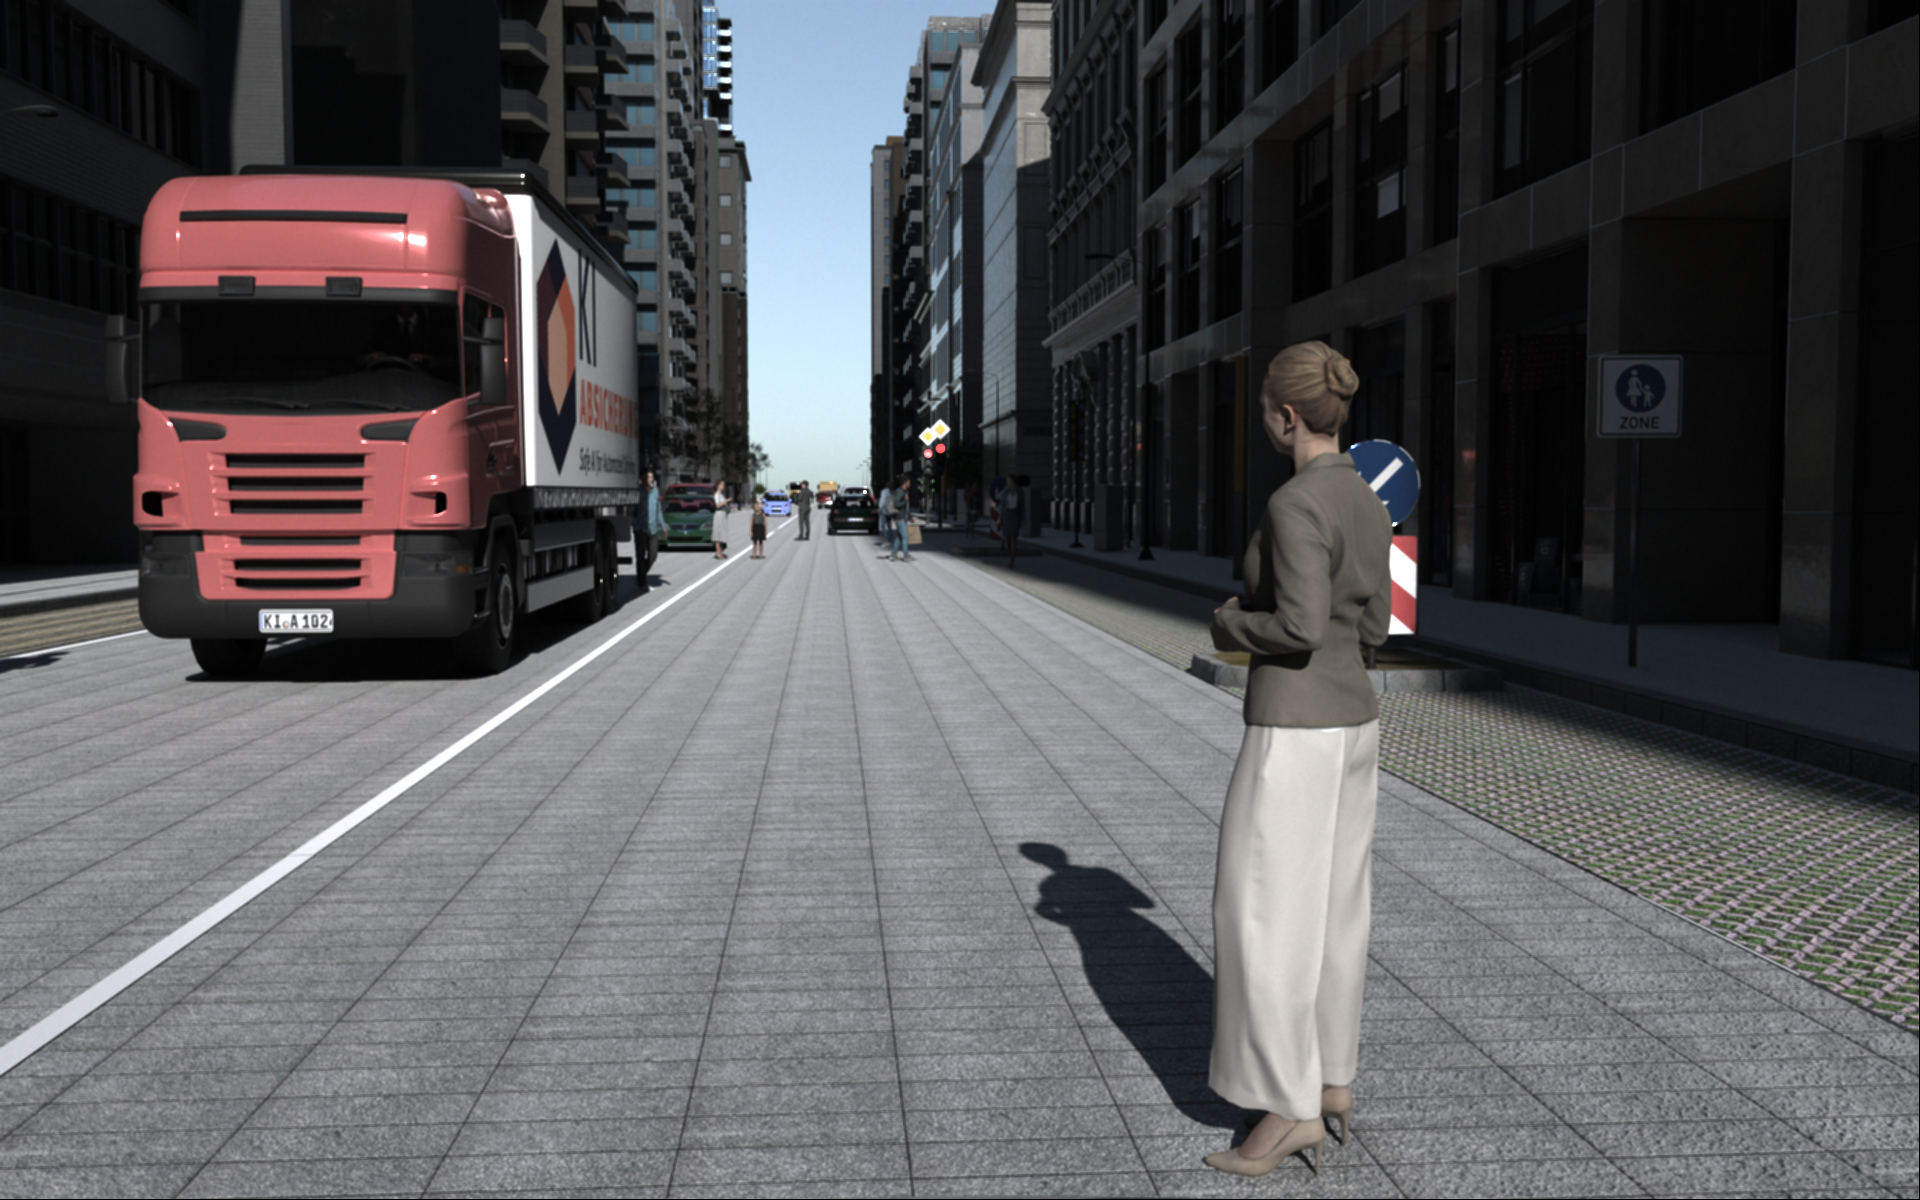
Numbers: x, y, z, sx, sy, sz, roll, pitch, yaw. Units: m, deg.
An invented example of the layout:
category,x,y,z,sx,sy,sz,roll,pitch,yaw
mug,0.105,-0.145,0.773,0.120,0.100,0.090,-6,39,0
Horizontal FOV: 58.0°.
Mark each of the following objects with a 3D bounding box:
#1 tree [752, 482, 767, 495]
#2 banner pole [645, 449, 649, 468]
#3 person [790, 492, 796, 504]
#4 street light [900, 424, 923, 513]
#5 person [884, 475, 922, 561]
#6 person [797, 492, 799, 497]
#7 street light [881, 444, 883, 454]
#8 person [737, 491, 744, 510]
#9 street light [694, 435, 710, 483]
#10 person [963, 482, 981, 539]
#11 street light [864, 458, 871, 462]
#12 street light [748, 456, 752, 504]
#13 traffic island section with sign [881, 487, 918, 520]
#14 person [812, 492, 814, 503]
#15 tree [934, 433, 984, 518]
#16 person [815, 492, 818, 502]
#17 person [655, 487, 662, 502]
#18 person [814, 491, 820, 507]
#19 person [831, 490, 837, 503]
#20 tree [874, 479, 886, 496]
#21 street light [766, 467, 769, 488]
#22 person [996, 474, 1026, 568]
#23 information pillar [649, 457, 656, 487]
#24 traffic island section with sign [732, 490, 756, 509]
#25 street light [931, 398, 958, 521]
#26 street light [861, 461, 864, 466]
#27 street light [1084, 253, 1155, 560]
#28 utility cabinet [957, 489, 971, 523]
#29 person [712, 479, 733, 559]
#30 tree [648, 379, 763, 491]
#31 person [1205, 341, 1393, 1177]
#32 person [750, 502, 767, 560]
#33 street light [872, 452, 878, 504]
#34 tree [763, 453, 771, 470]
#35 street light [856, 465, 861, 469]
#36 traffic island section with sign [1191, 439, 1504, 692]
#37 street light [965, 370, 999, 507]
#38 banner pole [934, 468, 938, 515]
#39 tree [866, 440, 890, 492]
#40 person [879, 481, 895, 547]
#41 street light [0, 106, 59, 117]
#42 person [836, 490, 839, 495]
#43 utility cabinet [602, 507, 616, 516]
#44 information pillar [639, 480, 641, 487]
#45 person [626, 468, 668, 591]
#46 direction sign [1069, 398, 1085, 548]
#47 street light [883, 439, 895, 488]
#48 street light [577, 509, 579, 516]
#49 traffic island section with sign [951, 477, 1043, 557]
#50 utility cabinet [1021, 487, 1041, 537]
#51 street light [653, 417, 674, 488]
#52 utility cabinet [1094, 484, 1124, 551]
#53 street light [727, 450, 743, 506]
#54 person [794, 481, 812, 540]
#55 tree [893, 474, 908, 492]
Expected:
category,x,y,z,sx,sy,sz,roll,pitch,yaw
tree,-29.823,-16.015,256.446,1.663,3.219,1.824,0,3,0
banner pole,-17.548,-6.563,97.323,0.401,3.779,0.863,0,4,1
person,-25.243,-15.426,261.427,1.217,1.735,0.721,2,4,34
street light,-3.128,-8.753,115.650,1.470,5.913,1.316,0,4,-4
person,-1.192,-1.730,36.775,0.713,1.824,0.794,2,4,27
person,-22.080,-13.859,236.016,0.541,1.710,0.530,-3,5,-44
street light,-6.652,-11.519,160.882,1.470,5.913,1.316,0,4,-4
person,-19.329,-8.750,152.284,0.721,1.735,1.217,-2,4,-34
street light,-20.211,-9.972,135.583,1.470,5.913,1.316,0,4,-4
person,0.390,-2.873,55.453,0.580,1.828,0.573,0,4,-1
street light,-11.320,-15.390,224.162,1.470,5.913,1.316,0,4,-4
street light,-26.051,-14.614,211.480,1.470,5.913,1.316,0,4,-4
traffic island section with sign,-3.368,-5.315,95.531,1.989,1.847,2.006,0,4,-4
person,-23.178,-16.154,272.761,0.705,1.807,1.348,1,4,9
tree,0.371,-6.651,92.462,4.285,4.588,4.351,0,3,0
person,-24.942,-17.943,302.388,0.721,1.766,1.217,2,4,29
person,-15.837,-5.026,90.852,0.590,1.801,0.661,0,4,2
person,-16.129,-11.606,198.393,1.348,1.807,0.705,-1,4,-17
person,-10.556,-8.366,145.629,0.623,1.781,0.721,-1,4,-11
tree,-9.906,-13.477,214.950,1.663,3.219,1.824,0,3,0
street light,-32.242,-19.637,293.601,1.470,5.913,1.316,0,4,-4
person,1.029,-1.542,33.734,0.581,1.822,0.654,1,4,21
information pillar,-19.373,-7.203,109.117,0.504,3.616,0.183,2,4,25
traffic island section with sign,-21.424,-9.911,170.673,1.989,1.847,2.006,0,4,-4
street light,-0.697,-6.810,83.883,1.470,5.913,1.316,0,4,-4
street light,-12.892,-16.590,243.779,1.470,5.913,1.316,0,4,-4
street light,3.090,-3.731,33.538,1.470,5.913,1.316,0,4,-4
utility cabinet,0.223,-4.046,74.830,0.318,1.500,1.173,-1,4,-21
person,-5.192,-1.774,38.068,0.524,1.755,0.480,1,4,9
tree,-21.850,-12.677,141.677,8.767,10.594,7.601,1,4,14
person,0.726,0.321,3.801,0.362,1.759,0.519,2,4,35
person,-4.407,-1.512,37.887,0.362,1.253,0.373,0,4,-2
street light,-8.923,-13.471,192.789,1.470,5.913,1.316,0,4,-4
tree,-28.160,-17.496,220.474,8.767,10.594,7.601,-1,4,-16
street light,-17.713,-20.460,307.061,1.470,5.913,1.316,0,4,-4
traffic island section with sign,2.860,-0.290,13.363,1.989,1.847,2.006,0,4,-4
street light,0.865,-5.650,64.924,1.470,5.913,1.316,0,4,-4
banner pole,-1.431,-7.006,104.568,0.401,3.779,0.863,-1,4,-16
tree,-10.515,-17.253,232.441,4.360,8.622,3.978,0,3,0
person,-1.980,-2.355,47.277,0.793,1.790,0.793,0,4,3
street light,-11.479,-2.954,20.836,1.470,5.913,1.316,0,4,-4
person,-13.649,-11.220,191.585,1.348,1.869,0.705,0,4,4
utility cabinet,-16.237,-4.217,80.110,0.306,1.237,1.020,1,4,10
information pillar,-17.210,-5.391,92.633,0.304,2.012,0.304,-1,4,-11
person,-4.710,-1.058,25.824,0.620,1.820,0.660,2,4,34
direction sign,2.802,-3.027,41.486,0.379,3.537,0.876,-1,4,-20
street light,-5.575,-10.678,147.130,1.470,5.913,1.316,0,4,-4
street light,-15.475,-6.113,72.487,1.470,5.913,1.316,0,4,-4
traffic island section with sign,0.824,-1.935,40.272,1.989,1.847,2.006,0,4,-4
utility cabinet,2.134,-2.623,51.557,0.318,1.500,1.173,1,4,18
street light,-17.863,-8.041,104.015,1.470,5.913,1.316,0,4,-4
utility cabinet,3.348,-1.842,38.795,0.318,1.500,1.173,2,4,24
street light,-23.554,-12.696,180.115,1.470,5.913,1.316,0,4,-4
person,-4.889,-2.774,53.656,0.447,1.846,0.655,2,4,35
tree,-5.202,-9.809,154.975,1.663,3.219,1.824,0,3,0
